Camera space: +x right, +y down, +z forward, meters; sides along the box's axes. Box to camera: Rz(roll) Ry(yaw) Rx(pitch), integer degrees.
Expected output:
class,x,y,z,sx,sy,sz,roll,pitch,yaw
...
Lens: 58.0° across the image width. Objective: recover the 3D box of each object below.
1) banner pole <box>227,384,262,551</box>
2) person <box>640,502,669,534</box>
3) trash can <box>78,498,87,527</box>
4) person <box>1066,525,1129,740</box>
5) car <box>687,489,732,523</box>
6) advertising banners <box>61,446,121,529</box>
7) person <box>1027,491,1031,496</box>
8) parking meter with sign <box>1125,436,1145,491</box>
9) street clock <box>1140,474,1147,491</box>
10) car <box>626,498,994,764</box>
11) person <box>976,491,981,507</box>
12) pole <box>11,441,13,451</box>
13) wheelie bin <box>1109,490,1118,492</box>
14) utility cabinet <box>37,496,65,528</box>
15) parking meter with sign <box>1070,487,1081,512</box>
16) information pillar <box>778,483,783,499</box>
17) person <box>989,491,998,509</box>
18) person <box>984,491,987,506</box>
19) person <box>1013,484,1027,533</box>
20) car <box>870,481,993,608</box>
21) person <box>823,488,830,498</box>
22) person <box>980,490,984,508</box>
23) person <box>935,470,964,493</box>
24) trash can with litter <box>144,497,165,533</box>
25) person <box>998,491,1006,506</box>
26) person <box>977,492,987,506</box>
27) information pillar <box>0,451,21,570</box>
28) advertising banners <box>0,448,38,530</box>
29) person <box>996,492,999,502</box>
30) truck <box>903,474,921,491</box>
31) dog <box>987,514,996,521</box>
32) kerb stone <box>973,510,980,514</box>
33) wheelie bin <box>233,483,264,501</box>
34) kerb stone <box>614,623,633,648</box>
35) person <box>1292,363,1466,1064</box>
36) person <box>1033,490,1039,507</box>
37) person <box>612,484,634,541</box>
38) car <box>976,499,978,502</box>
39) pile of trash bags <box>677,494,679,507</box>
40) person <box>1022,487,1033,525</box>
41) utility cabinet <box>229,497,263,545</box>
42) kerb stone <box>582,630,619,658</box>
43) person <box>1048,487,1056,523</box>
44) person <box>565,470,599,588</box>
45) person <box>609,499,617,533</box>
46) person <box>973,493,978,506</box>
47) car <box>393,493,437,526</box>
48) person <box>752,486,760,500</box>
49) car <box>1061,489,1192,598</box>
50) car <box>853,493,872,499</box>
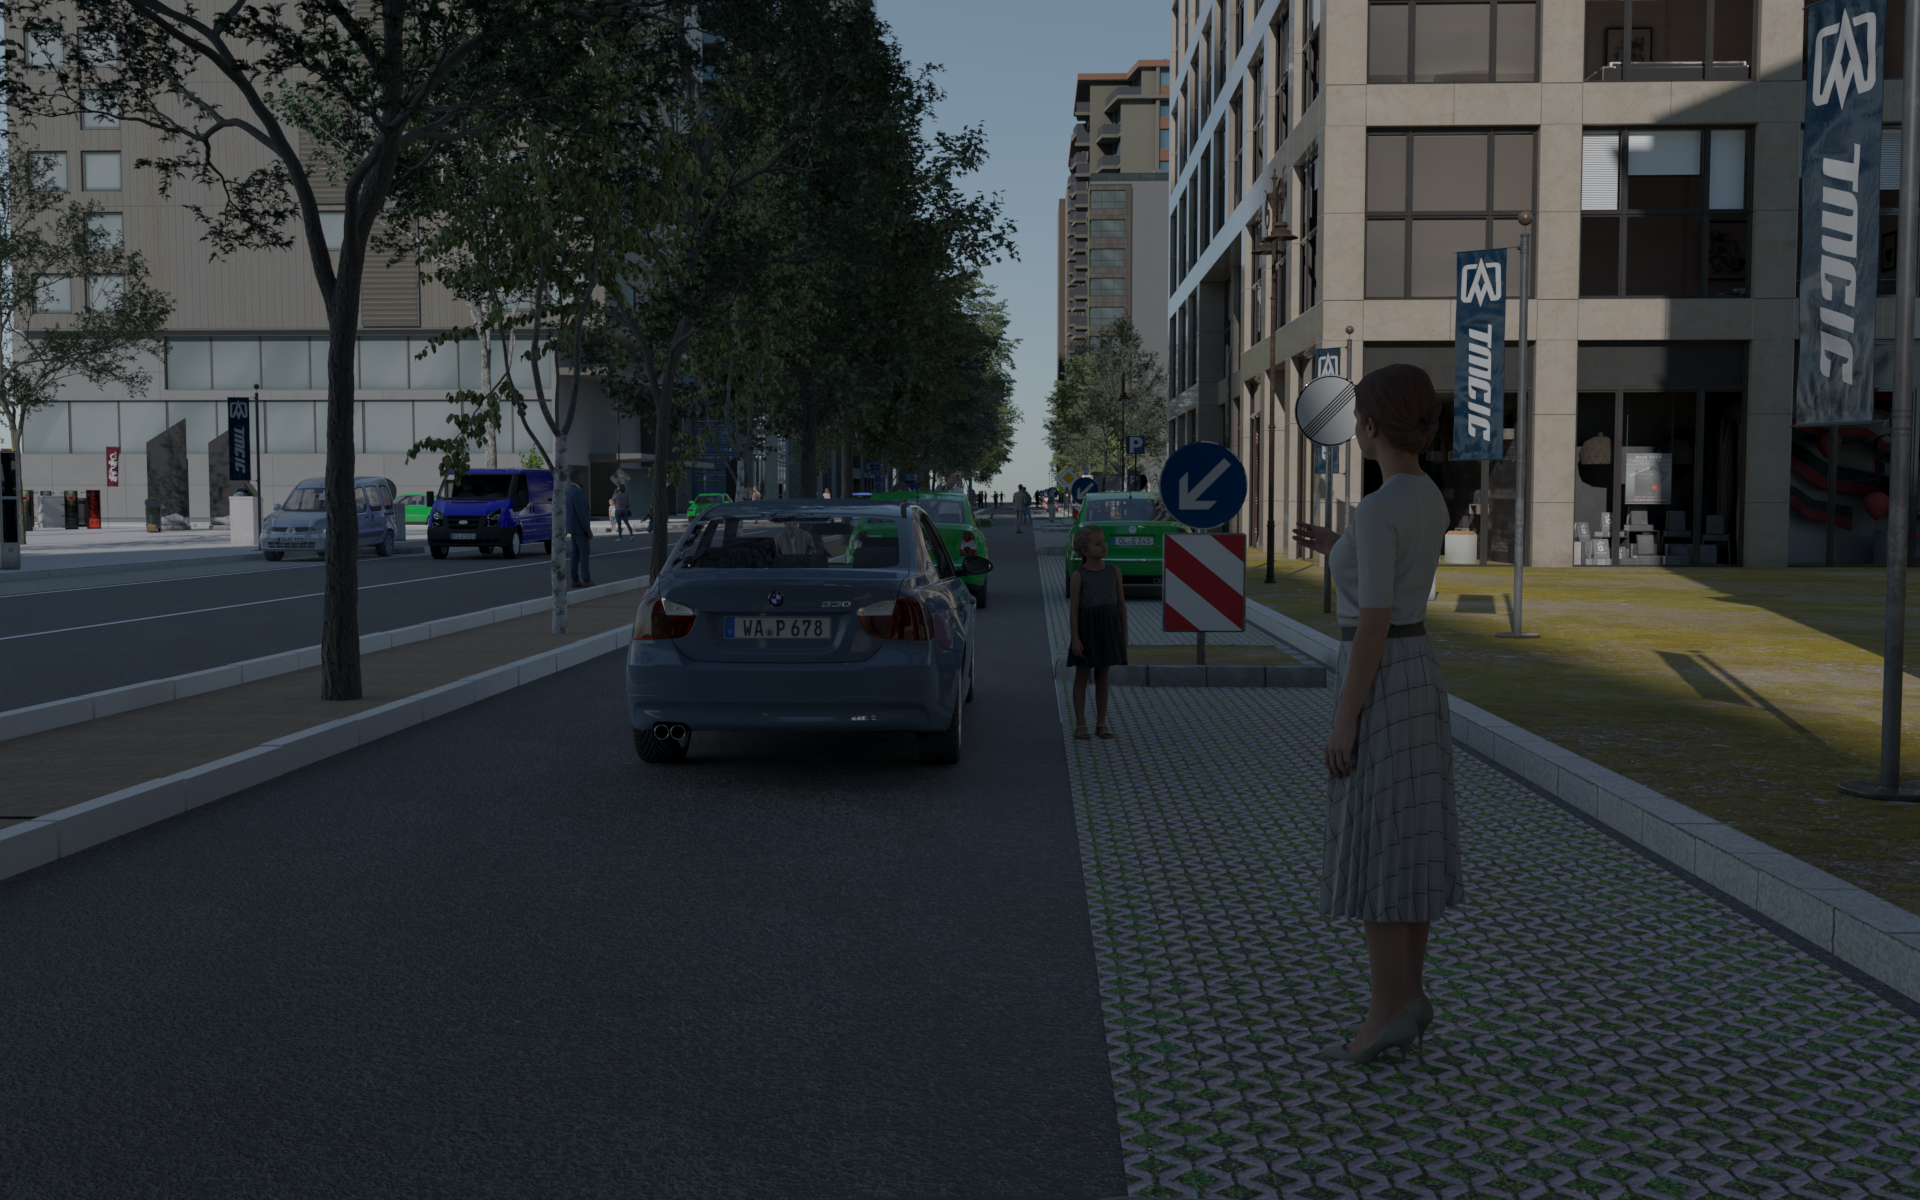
class,x,y,z,sx,sy,sz,roll,pitch,yaw
banner pole,-16.191,-3.018,39.364,0.863,3.779,0.401,-1,4,-12
person,-10.942,-2.950,62.236,1.012,1.151,0.738,0,4,-2
trash can,-34.306,-3.426,67.667,0.748,1.137,0.748,0,3,0
person,0.810,0.187,10.117,0.362,1.253,0.373,-1,4,-14
car,-12.030,-4.600,84.002,1.959,1.807,4.718,0,4,2
advertising banners,-31.713,-4.104,63.284,2.074,3.025,0.090,-3,5,-42
person,8.136,-12.031,205.651,0.683,1.767,0.568,-1,4,-15
parking meter with sign,5.290,-3.456,52.769,0.543,3.016,1.738,0,4,2
street clock,6.576,-3.586,63.197,0.471,2.002,0.358,-1,4,-17
car,-0.811,0.092,10.503,2.014,1.417,4.499,0,4,2
person,2.252,-11.586,198.073,0.705,1.807,1.348,3,5,40
pole,-32.806,-4.058,60.191,0.158,3.312,0.155,0,3,0
wheelie bin,11.546,-7.515,130.772,0.980,1.594,0.693,1,4,21
utility cabinet,-34.723,-3.367,66.212,0.306,1.237,1.020,2,4,24
parking meter with sign,8.739,-7.834,124.349,1.738,3.016,0.543,-1,4,-12
information pillar,-12.436,-7.059,119.903,0.304,2.012,0.304,-1,4,-11
person,3.358,-9.922,171.260,0.750,1.759,0.617,-2,4,-30
person,2.913,-12.063,205.600,0.599,1.838,0.709,-1,4,-23
person,2.248,-3.353,63.515,0.606,1.804,0.583,2,4,32
car,-0.529,-0.876,23.117,1.959,1.807,4.718,0,4,0
person,-7.465,-5.403,97.423,0.593,1.750,0.643,2,4,30
person,2.284,-10.538,180.799,0.705,1.823,1.348,-1,4,-8
person,-0.224,-1.244,28.935,0.679,1.850,0.850,0,4,4
trash can with litter,-26.806,-2.831,57.674,0.624,1.170,1.055,-2,4,-25
person,5.124,-12.595,214.449,1.348,1.821,0.705,2,4,34
person,2.312,-10.916,187.695,1.217,1.735,0.721,1,4,20
information pillar,-16.193,-1.524,29.406,0.304,2.012,0.304,3,5,42
advertising banners,-36.065,-4.332,67.014,0.090,3.025,2.074,2,4,30
person,6.365,-17.730,298.403,1.348,1.821,0.705,-1,4,-15
truck,-4.634,-12.461,193.490,2.967,4.110,18.799,0,4,0
dog,1.695,-4.428,92.587,0.550,0.427,0.748,1,4,8
kerb stone,1.266,-6.580,129.772,0.120,0.150,1.000,0,4,2
wheelie bin,-20.437,-2.558,49.725,0.693,1.594,0.980,0,4,-6
kerb stone,-3.215,0.346,16.537,0.120,0.150,1.000,0,4,2
person,1.024,0.283,4.443,0.524,1.755,0.480,2,4,34
person,7.877,-10.251,175.728,1.348,1.869,0.705,-3,4,-38
person,-10.215,-2.665,52.668,0.593,1.750,0.643,-3,5,-42
car,2.597,-16.408,280.072,2.131,1.459,4.920,0,4,1
pile of trash bags,-18.647,-5.842,105.271,3.447,1.369,1.912,1,4,18
person,3.097,-4.445,81.517,0.721,1.781,0.623,-2,4,-29
utility cabinet,-18.069,-2.001,43.879,1.020,1.237,0.306,2,4,34
kerb stone,-3.260,0.409,15.511,0.120,0.150,1.000,0,4,2
person,4.572,-4.694,85.797,0.362,1.759,0.519,2,4,27
person,-5.840,-1.092,26.541,0.419,1.800,0.721,-3,5,-39
person,-12.628,-3.059,63.197,0.332,1.250,0.352,1,4,21
person,1.681,-12.019,205.085,0.705,1.814,1.350,-3,5,-42
car,-22.076,-3.716,69.550,4.718,1.807,1.959,0,4,3
person,-9.835,-4.564,83.134,0.555,1.821,0.388,2,4,29
car,2.422,-0.988,24.947,1.959,1.807,4.718,0,4,4
car,-5.069,-4.801,88.091,1.945,1.707,3.694,0,4,1
